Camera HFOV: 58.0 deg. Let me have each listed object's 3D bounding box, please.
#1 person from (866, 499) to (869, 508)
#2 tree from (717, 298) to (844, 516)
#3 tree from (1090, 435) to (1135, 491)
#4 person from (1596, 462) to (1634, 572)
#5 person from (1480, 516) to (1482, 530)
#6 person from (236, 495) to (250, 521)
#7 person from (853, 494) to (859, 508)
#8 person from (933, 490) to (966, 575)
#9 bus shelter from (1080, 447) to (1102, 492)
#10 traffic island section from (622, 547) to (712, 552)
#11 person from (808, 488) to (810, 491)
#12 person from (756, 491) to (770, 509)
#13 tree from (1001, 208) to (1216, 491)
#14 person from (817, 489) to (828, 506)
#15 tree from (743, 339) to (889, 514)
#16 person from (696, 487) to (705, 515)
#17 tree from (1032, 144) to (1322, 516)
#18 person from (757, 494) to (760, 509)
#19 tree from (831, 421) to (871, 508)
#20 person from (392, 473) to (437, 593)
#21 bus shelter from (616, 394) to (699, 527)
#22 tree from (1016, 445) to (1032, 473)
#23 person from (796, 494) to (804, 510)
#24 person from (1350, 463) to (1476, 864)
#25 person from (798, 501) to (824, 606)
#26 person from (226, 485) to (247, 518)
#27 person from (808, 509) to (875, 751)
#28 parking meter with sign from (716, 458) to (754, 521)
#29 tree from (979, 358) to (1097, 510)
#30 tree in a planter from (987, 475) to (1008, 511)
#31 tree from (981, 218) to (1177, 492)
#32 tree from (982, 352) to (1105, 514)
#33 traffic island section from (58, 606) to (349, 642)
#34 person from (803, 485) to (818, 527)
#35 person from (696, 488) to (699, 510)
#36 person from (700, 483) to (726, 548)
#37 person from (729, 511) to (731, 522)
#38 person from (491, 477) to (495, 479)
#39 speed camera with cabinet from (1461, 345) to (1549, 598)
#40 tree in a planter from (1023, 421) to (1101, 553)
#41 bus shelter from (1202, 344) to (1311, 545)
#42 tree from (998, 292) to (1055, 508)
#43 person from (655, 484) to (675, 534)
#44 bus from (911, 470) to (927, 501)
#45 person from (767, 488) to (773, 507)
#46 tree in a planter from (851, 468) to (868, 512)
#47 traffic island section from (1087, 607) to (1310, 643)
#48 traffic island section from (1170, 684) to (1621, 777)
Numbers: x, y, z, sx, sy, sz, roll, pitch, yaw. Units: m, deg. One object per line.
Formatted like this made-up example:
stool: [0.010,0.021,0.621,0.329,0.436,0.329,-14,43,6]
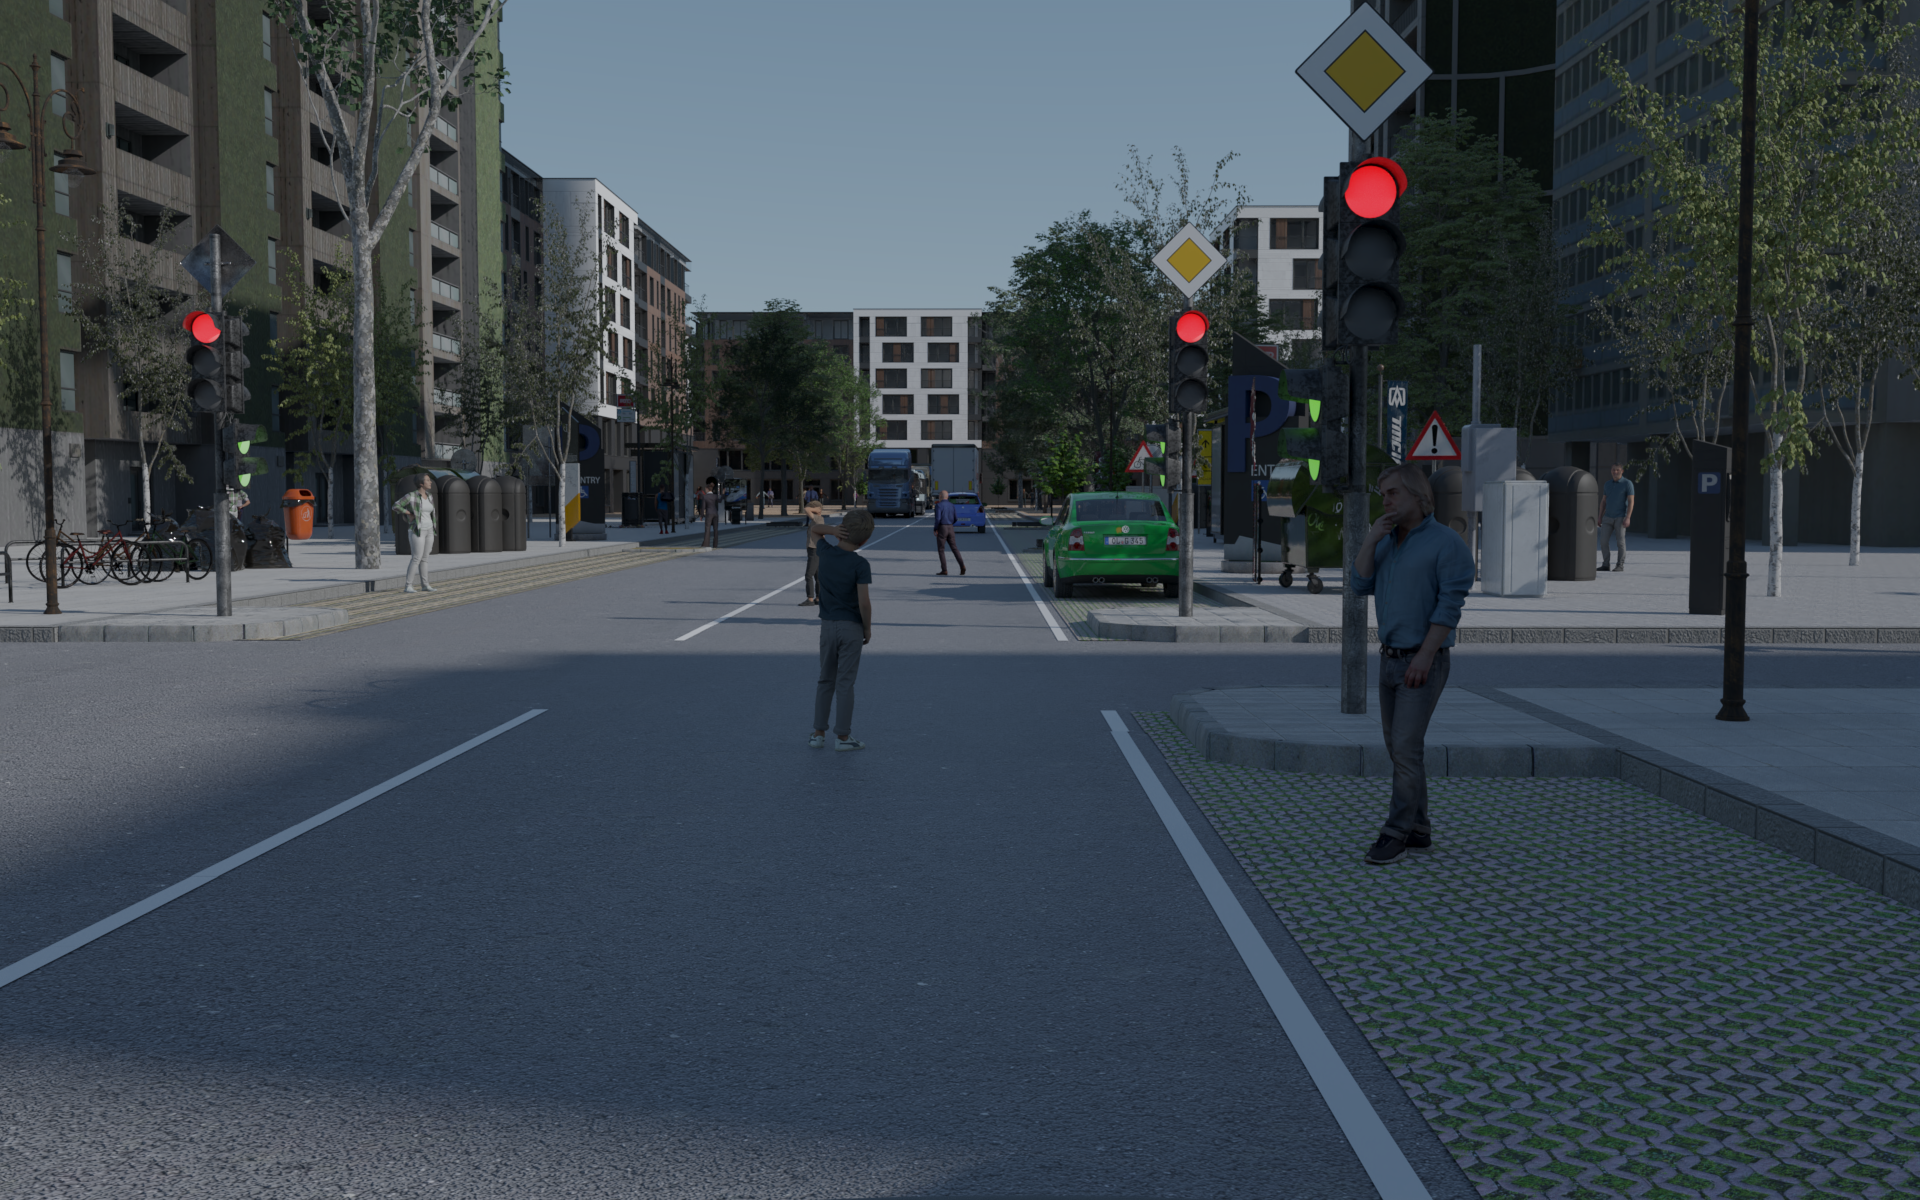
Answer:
person: [-8.653,-9.659,164.890,0.530,1.710,0.541,0,4,1]
tree: [-10.711,-11.182,100.950,7.486,12.596,7.792,0,3,0]
tree: [4.945,-3.777,56.359,1.663,3.219,1.824,0,3,0]
person: [10.829,-1.378,28.697,0.434,1.807,0.598,-2,4,-26]
person: [18.723,-3.365,61.506,0.568,1.767,0.683,0,4,2]
person: [-20.637,-2.528,49.584,0.614,1.554,0.590,0,4,7]
person: [-9.853,-9.653,164.554,0.721,1.739,1.217,2,4,23]
person: [-0.224,-1.192,30.690,0.574,1.496,0.600,-1,4,-13]
bus shelter: [6.919,-6.036,89.970,1.731,3.624,6.357,0,4,1]
traffic island section: [-7.256,-1.246,43.237,1.991,0.108,1.994,0,4,0]
person: [-12.619,-8.514,145.250,0.705,1.823,1.348,0,4,-6]
person: [-16.831,-8.650,147.546,1.350,1.814,0.705,-2,4,-34]
tree: [5.325,-8.345,62.204,9.928,11.665,9.643,0,3,0]
person: [-12.050,-8.784,150.480,1.217,1.723,0.721,-1,4,-13]
tree: [-10.221,-11.405,112.224,9.928,11.665,9.643,0,3,0]
person: [-15.869,-6.103,106.534,0.721,1.736,1.217,2,4,27]
tree: [4.415,-5.226,35.806,4.360,8.622,3.978,0,3,0]
person: [-17.277,-8.818,150.184,0.705,1.831,1.348,-2,4,-30]
tree: [-9.859,-12.820,159.977,4.737,8.622,4.395,0,3,0]
person: [-7.865,-0.977,25.204,0.376,1.734,0.841,2,4,27]
bus shelter: [-12.644,-5.778,72.097,2.179,5.291,8.768,0,4,0]
tree: [5.835,-11.099,131.830,4.360,8.622,3.978,0,3,0]
person: [-12.943,-8.217,140.528,0.705,1.807,1.348,-2,4,-30]
person: [1.771,0.238,6.818,0.429,1.552,0.499,0,4,2]
person: [-1.913,-0.605,22.297,0.340,1.345,0.435,0,4,-4]
person: [-16.764,-2.018,39.763,0.376,1.734,0.841,2,4,25]
person: [-0.678,0.163,9.737,0.435,1.345,0.340,1,4,12]
parking meter with sign: [-10.773,-5.306,83.013,1.738,3.016,0.543,-1,4,-16]
tree: [6.411,-13.649,140.171,9.611,12.733,9.660,0,3,0]
tree in a planter: [3.274,-9.166,147.080,1.991,3.239,1.994,0,4,0]
tree: [5.816,-10.550,79.141,9.857,13.997,8.962,0,3,0]
tree: [5.530,-10.939,113.262,8.767,10.594,7.601,0,4,6]
traffic island section: [-7.754,0.248,18.221,2.009,0.180,2.903,0,4,0]
person: [-6.510,-4.112,75.608,0.709,1.838,0.599,0,4,-1]
person: [-20.778,-7.967,137.032,1.217,1.735,0.721,-3,5,-42]
person: [-6.538,-2.232,45.798,0.445,1.727,0.742,2,4,30]
person: [-9.942,-4.113,75.568,0.482,1.546,0.388,1,4,19]
person: [-14.651,-2.955,54.486,0.434,1.807,0.598,3,5,39]
speed camera with cabinet: [7.016,-1.712,22.332,0.660,3.252,2.038,0,4,2]
tree in a planter: [2.549,-2.782,42.715,1.991,3.239,1.994,0,4,0]
bus shelter: [7.440,-4.055,43.927,2.179,5.291,8.768,0,4,1]
tree: [6.576,-18.573,159.564,12.611,20.169,13.585,0,3,0]
person: [-9.472,-2.916,55.583,0.647,1.594,0.662,-1,4,-16]
bus: [-4.023,-8.117,127.576,2.948,3.499,13.247,0,4,1]
person: [-18.251,-9.797,166.089,0.709,1.838,0.599,1,4,16]
tree in a planter: [-6.729,-7.505,119.927,1.991,3.239,1.994,0,4,0]
traffic island section: [2.387,0.253,18.146,2.009,0.180,2.903,0,4,0]
traffic island section: [2.331,0.741,10.161,2.009,0.180,2.903,0,4,0]
